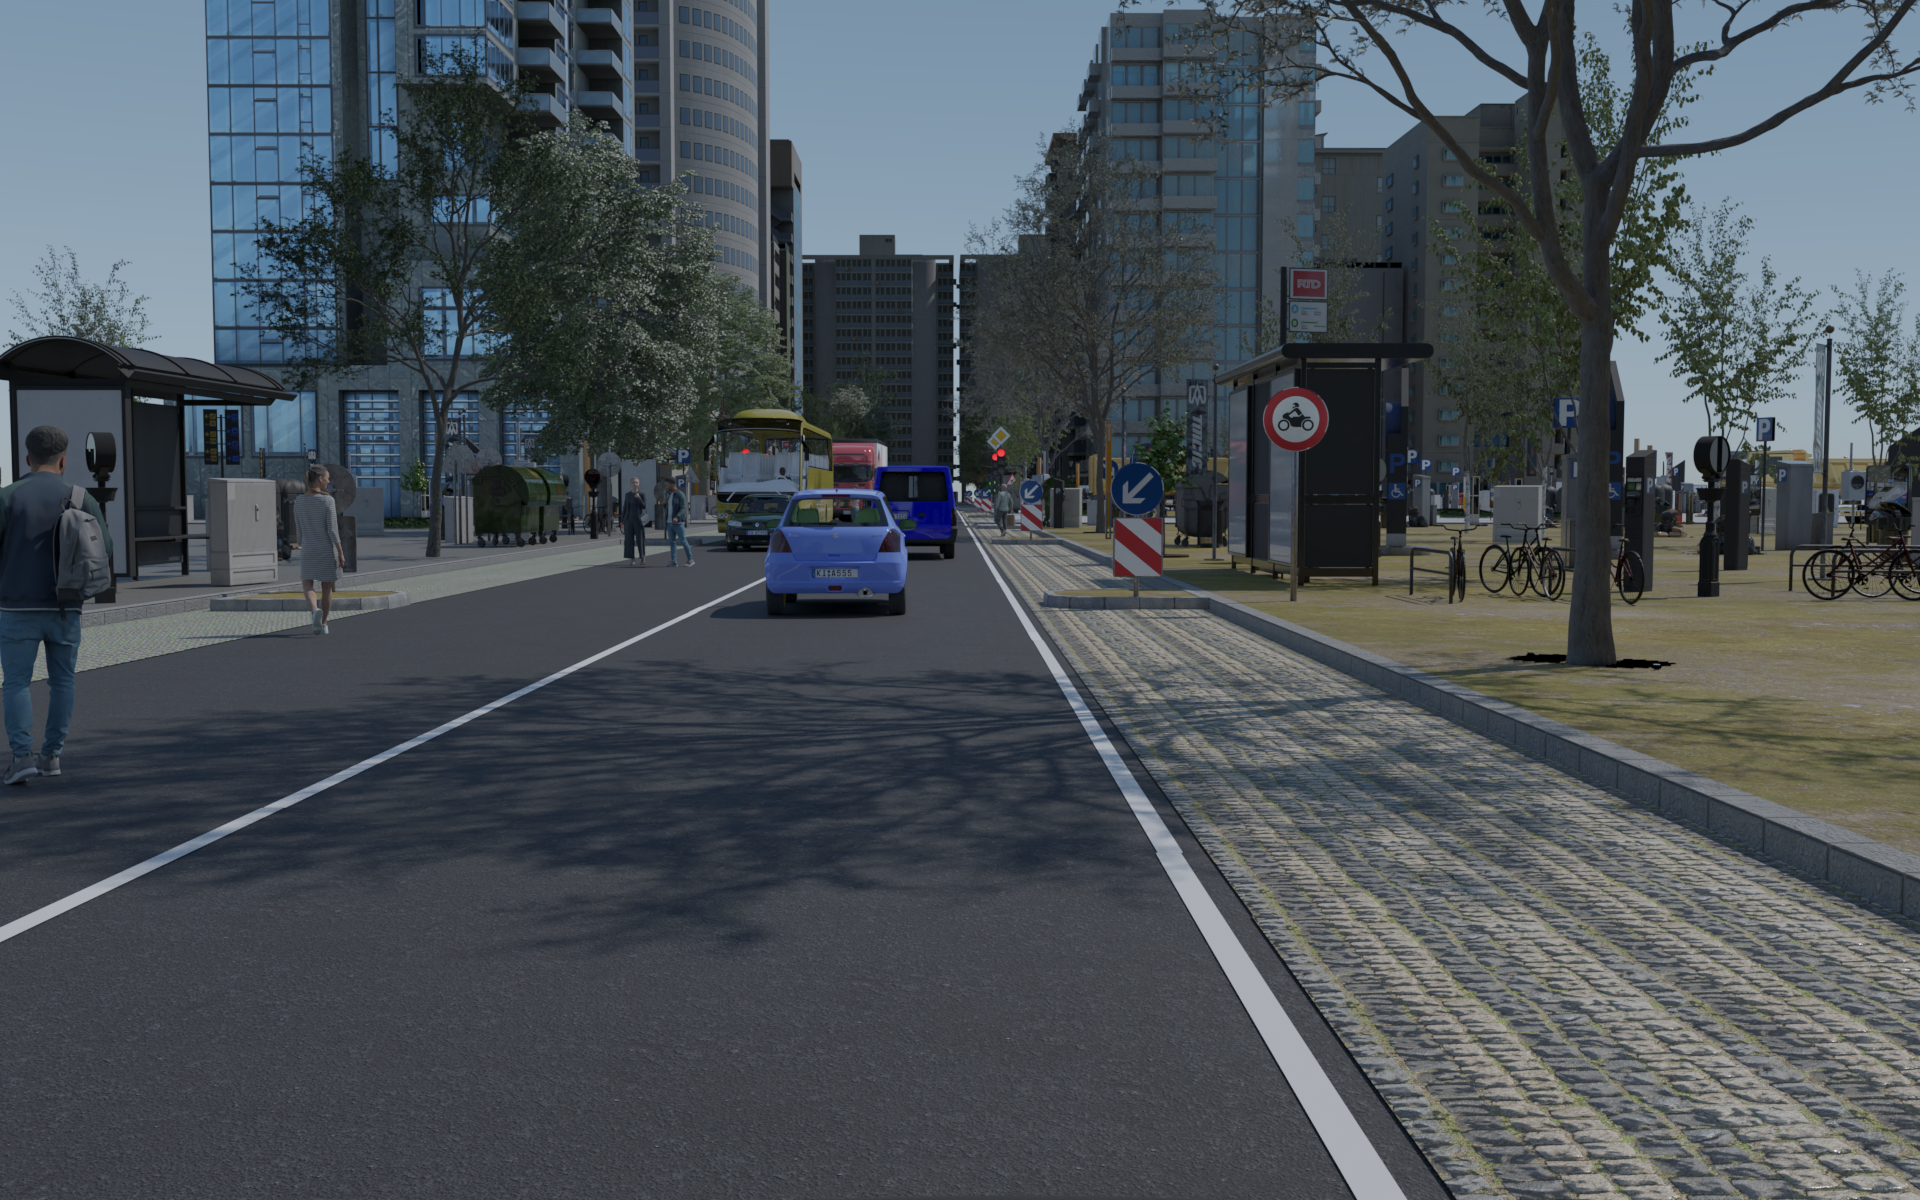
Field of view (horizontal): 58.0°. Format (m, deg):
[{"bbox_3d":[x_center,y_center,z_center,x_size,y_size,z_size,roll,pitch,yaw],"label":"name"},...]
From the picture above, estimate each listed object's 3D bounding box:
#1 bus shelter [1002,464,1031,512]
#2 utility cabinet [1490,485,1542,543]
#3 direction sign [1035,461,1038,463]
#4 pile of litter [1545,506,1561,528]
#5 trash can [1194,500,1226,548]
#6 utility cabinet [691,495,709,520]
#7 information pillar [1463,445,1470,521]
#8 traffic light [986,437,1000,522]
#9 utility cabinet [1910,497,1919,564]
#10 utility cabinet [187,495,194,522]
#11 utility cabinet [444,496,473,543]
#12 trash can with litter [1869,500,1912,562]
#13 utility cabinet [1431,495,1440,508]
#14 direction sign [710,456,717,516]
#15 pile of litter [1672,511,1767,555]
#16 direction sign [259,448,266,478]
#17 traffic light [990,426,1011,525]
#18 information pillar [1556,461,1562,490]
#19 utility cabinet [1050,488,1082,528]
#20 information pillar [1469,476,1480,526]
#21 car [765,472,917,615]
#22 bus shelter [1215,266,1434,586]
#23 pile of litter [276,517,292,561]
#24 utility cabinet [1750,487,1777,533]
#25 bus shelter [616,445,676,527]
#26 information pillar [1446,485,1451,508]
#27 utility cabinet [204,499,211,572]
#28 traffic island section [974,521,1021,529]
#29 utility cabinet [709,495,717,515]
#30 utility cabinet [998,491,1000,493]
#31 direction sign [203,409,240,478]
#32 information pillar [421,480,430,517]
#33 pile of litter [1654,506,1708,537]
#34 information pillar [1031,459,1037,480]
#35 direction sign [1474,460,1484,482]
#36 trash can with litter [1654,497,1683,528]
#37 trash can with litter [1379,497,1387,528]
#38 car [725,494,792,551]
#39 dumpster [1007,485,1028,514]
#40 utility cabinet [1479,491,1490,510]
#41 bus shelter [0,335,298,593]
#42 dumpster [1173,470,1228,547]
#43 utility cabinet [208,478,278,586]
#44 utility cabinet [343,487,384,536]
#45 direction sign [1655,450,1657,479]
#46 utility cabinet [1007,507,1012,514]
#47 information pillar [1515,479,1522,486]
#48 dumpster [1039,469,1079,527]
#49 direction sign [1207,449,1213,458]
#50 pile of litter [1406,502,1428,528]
[{"bbox_3d":[3.724,-7.622,118.535,2.014,3.302,5.546,0,4,0],"label":"bus shelter"},{"bbox_3d":[14.392,-2.205,44.738,1.173,1.500,0.318,3,4,37],"label":"utility cabinet"},{"bbox_3d":[5.273,-7.828,119.989,0.379,3.537,0.876,1,4,19],"label":"direction sign"},{"bbox_3d":[22.526,-3.158,65.595,1.176,0.858,1.719,3,4,36],"label":"pile of litter"},{"bbox_3d":[5.969,-1.816,41.353,0.748,1.137,0.748,0,3,0],"label":"trash can"},{"bbox_3d":[-12.969,-4.568,85.849,0.306,1.237,1.020,1,4,19],"label":"utility cabinet"},{"bbox_3d":[24.365,-5.621,83.265,0.183,3.616,0.504,-1,4,-9],"label":"information pillar"},{"bbox_3d":[1.613,-5.546,79.606,0.839,4.253,0.868,0,4,0],"label":"traffic light"},{"bbox_3d":[17.996,-1.255,31.675,0.306,1.237,1.020,-3,5,-43],"label":"utility cabinet"},{"bbox_3d":[-35.922,-4.220,80.162,0.306,1.237,1.020,1,4,11],"label":"utility cabinet"},{"bbox_3d":[-13.256,-2.121,45.848,0.306,1.237,1.020,1,4,13],"label":"utility cabinet"},{"bbox_3d":[17.800,-1.304,32.711,1.055,1.170,0.624,-1,4,-16],"label":"trash can with litter"},{"bbox_3d":[32.610,-6.584,118.814,0.306,1.237,1.020,3,4,37],"label":"utility cabinet"},{"bbox_3d":[-14.309,-6.759,102.503,0.876,3.537,0.379,-1,4,-12],"label":"direction sign"},{"bbox_3d":[16.262,-1.405,36.935,1.719,0.858,1.176,2,4,31],"label":"pile of litter"},{"bbox_3d":[-34.142,-5.679,84.841,0.379,3.537,0.876,0,4,-6],"label":"direction sign"},{"bbox_3d":[1.674,-5.058,71.621,0.839,4.253,0.868,0,4,0],"label":"traffic light"},{"bbox_3d":[40.676,-7.709,117.388,0.504,3.616,0.183,2,4,34],"label":"information pillar"},{"bbox_3d":[3.984,-3.454,65.152,1.173,1.500,0.318,1,4,23],"label":"utility cabinet"},{"bbox_3d":[21.006,-4.051,70.724,0.304,2.012,0.304,-1,4,-10],"label":"information pillar"},{"bbox_3d":[-1.510,-0.750,21.861,1.945,1.707,3.694,0,4,-2],"label":"car"},{"bbox_3d":[5.491,-3.100,28.319,2.179,5.291,8.768,0,4,0],"label":"bus shelter"},{"bbox_3d":[-13.521,-1.189,33.401,1.176,0.858,1.719,0,4,7],"label":"pile of litter"},{"bbox_3d":[26.283,-2.933,56.636,1.173,1.500,0.318,-3,5,-39],"label":"utility cabinet"},{"bbox_3d":[-12.422,-4.601,69.153,2.014,3.302,5.546,0,4,0],"label":"bus shelter"},{"bbox_3d":[39.698,-8.333,140.739,0.304,2.012,0.304,-3,5,-42],"label":"information pillar"},{"bbox_3d":[-12.345,-1.097,29.101,0.306,1.237,1.020,0,4,-2],"label":"utility cabinet"},{"bbox_3d":[1.654,-3.513,79.720,2.009,0.180,2.903,0,4,0],"label":"traffic island section"},{"bbox_3d":[-14.985,-5.840,106.642,1.020,1.237,0.306,1,4,14],"label":"utility cabinet"},{"bbox_3d":[3.392,-7.272,127.577,1.173,1.500,0.318,-1,4,-11],"label":"utility cabinet"},{"bbox_3d":[-19.723,-3.322,46.316,0.876,3.537,0.379,-1,4,-22],"label":"direction sign"},{"bbox_3d":[-26.160,-4.909,84.752,0.304,2.012,0.304,2,4,31],"label":"information pillar"},{"bbox_3d":[21.011,-2.286,51.342,1.176,0.858,1.719,-3,5,-40],"label":"pile of litter"},{"bbox_3d":[4.741,-7.323,111.093,0.183,3.616,0.504,-3,5,-44],"label":"information pillar"},{"bbox_3d":[34.926,-7.621,116.598,0.876,3.537,0.379,-2,4,-33],"label":"direction sign"},{"bbox_3d":[25.837,-3.175,63.297,1.055,1.170,0.624,0,4,-7],"label":"trash can with litter"},{"bbox_3d":[16.023,-3.258,64.650,1.055,1.170,0.624,-3,5,-43],"label":"trash can with litter"},{"bbox_3d":[-4.973,-2.134,44.673,2.009,1.686,4.222,0,4,1],"label":"car"},{"bbox_3d":[3.675,-6.474,111.614,1.264,1.857,1.865,0,4,0],"label":"dumpster"},{"bbox_3d":[33.039,-6.069,107.911,1.173,1.500,0.318,-1,4,-12],"label":"utility cabinet"},{"bbox_3d":[-11.530,-1.894,24.886,2.014,3.302,5.546,0,4,0],"label":"bus shelter"},{"bbox_3d":[5.997,-2.271,42.894,1.264,1.857,1.865,0,4,0],"label":"dumpster"},{"bbox_3d":[-10.099,-0.964,24.448,0.318,1.500,1.173,1,4,10],"label":"utility cabinet"},{"bbox_3d":[-18.204,-2.702,52.849,1.173,1.500,0.318,-1,4,-20],"label":"utility cabinet"},{"bbox_3d":[35.393,-5.930,88.947,0.876,3.537,0.379,-1,4,-19],"label":"direction sign"},{"bbox_3d":[3.192,-6.316,114.425,0.306,1.237,1.020,-1,4,-23],"label":"utility cabinet"},{"bbox_3d":[26.428,-4.741,82.007,0.304,2.012,0.304,1,4,9],"label":"information pillar"},{"bbox_3d":[3.822,-3.980,67.573,1.502,2.255,1.985,0,4,0],"label":"dumpster"},{"bbox_3d":[12.418,-5.787,86.620,0.876,3.537,0.379,1,4,18],"label":"direction sign"},{"bbox_3d":[17.302,-3.230,66.780,1.719,0.858,1.176,0,4,-6],"label":"pile of litter"}]
